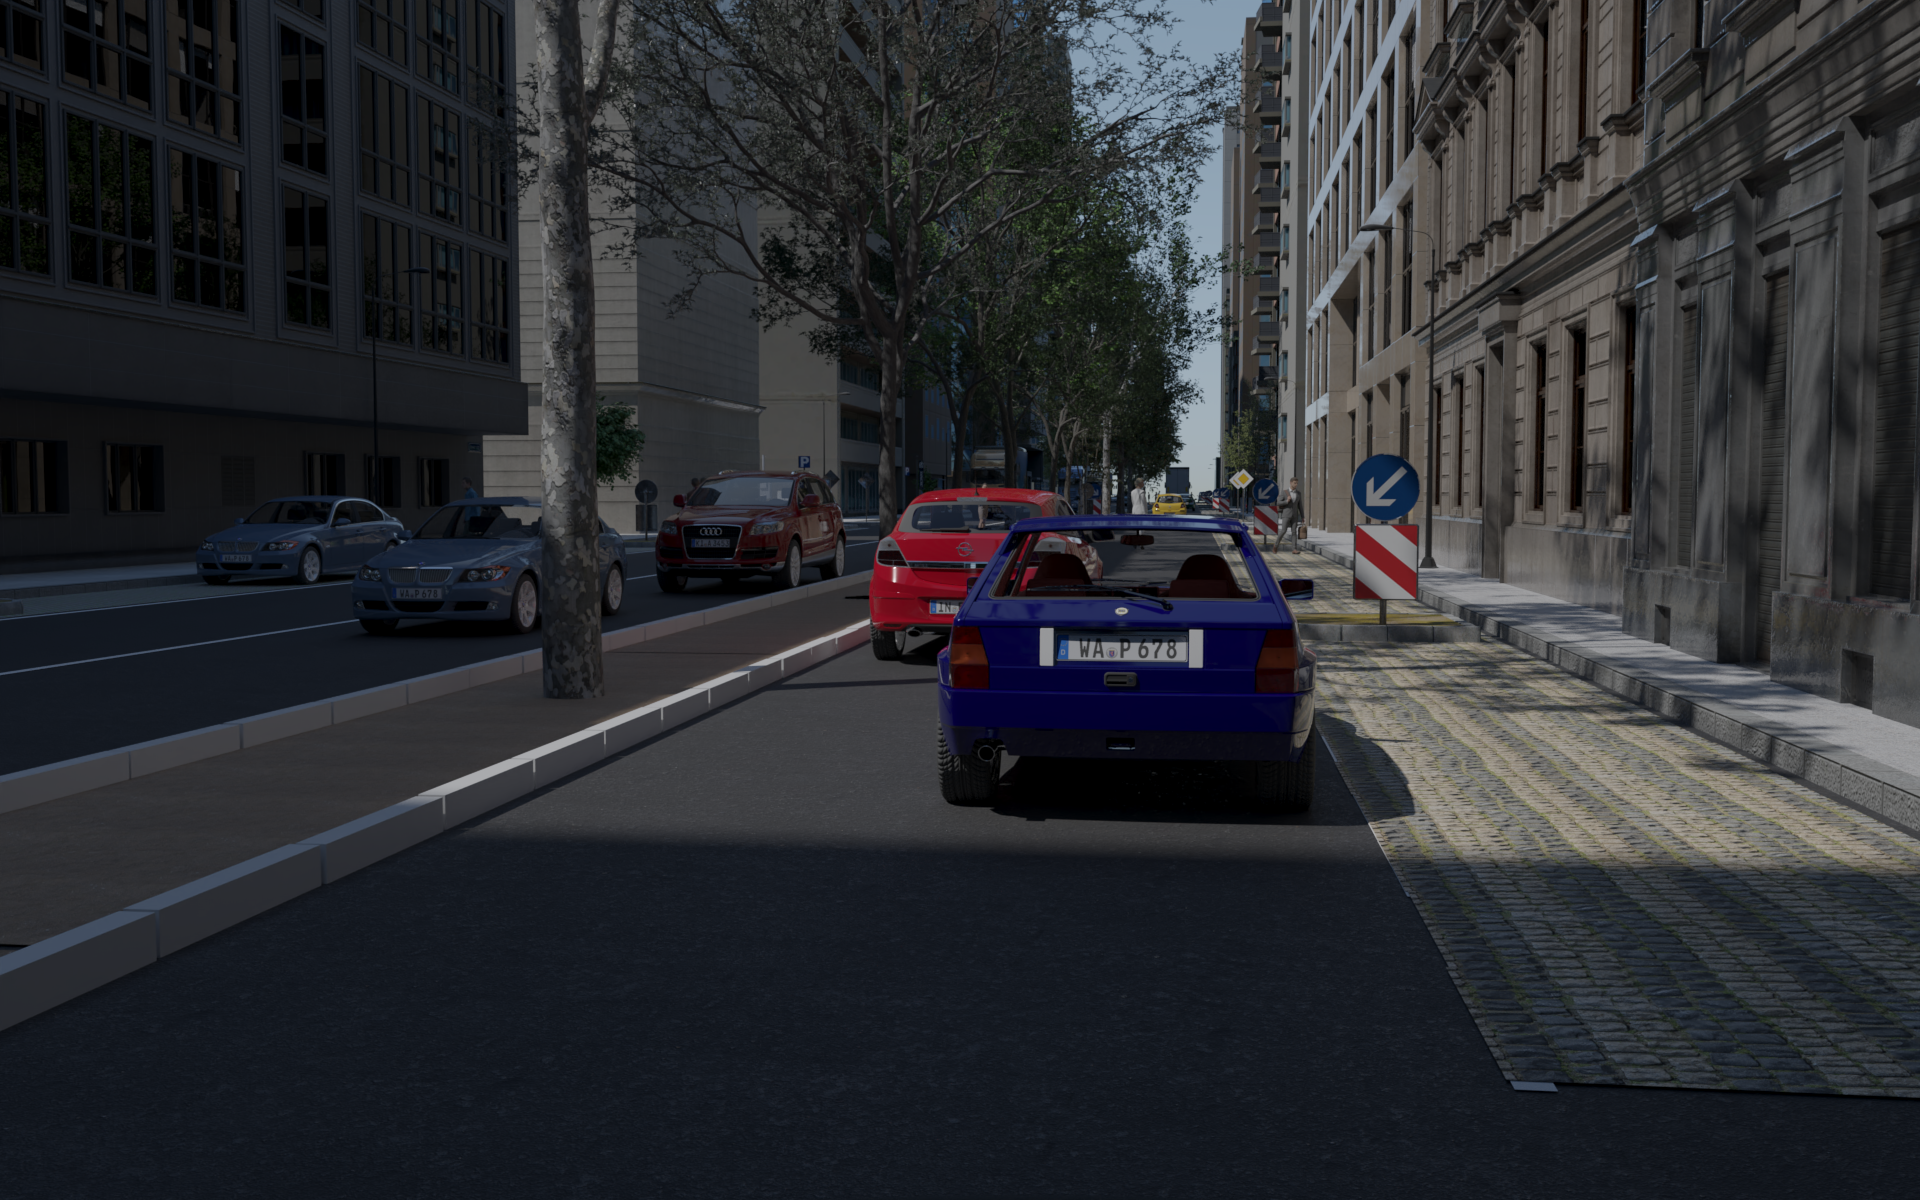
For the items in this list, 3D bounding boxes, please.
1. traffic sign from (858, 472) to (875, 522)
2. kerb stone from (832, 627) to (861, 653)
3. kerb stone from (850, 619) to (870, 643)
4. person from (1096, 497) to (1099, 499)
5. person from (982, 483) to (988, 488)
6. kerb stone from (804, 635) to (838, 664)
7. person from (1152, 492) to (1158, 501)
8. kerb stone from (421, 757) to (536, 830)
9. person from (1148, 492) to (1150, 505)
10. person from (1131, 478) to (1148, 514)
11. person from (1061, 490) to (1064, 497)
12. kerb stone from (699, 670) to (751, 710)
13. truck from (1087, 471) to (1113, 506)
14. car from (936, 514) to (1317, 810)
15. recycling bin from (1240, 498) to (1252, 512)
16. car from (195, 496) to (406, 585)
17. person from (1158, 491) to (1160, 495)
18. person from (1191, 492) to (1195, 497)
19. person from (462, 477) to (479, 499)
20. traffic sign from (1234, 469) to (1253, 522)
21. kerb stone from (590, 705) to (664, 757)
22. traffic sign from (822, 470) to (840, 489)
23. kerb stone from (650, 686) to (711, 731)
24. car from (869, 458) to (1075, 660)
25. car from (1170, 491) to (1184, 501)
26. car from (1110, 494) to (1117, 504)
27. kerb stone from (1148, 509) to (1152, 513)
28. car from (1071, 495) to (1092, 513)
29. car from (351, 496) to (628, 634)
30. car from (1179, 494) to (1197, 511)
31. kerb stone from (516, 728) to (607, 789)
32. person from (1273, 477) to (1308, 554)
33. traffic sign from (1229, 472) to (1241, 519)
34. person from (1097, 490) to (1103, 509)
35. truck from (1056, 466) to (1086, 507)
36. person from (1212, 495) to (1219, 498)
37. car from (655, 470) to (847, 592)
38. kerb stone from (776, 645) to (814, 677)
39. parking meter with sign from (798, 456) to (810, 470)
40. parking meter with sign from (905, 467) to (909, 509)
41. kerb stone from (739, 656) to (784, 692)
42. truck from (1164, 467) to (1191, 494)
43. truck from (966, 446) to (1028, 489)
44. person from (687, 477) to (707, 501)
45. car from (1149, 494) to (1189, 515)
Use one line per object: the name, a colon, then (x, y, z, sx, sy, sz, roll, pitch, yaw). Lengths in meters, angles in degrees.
traffic sign: (-4.283, -4.626, 79.271, 0.795, 2.450, 0.064, 0, 4, 8)
kerb stone: (-1.095, 0.383, 16.032, 0.120, 0.150, 1.000, 0, 4, 8)
kerb stone: (-0.966, 0.315, 17.049, 0.120, 0.150, 1.000, 0, 4, 8)
person: (14.466, -10.597, 182.681, 0.541, 1.710, 0.530, -1, 4, -9)
person: (0.769, -2.858, 55.567, 0.374, 1.781, 0.599, 3, 5, 40)
kerb stone: (-1.236, 0.439, 15.018, 0.120, 0.150, 1.000, 0, 4, 8)
person: (25.692, -13.354, 227.558, 1.217, 1.743, 0.721, -3, 5, -39)
kerb stone: (-2.187, 0.875, 7.882, 0.120, 0.150, 1.000, 0, 4, 8)
person: (24.477, -13.153, 224.464, 0.530, 1.710, 0.541, 2, 4, 23)
person: (4.583, -2.208, 44.485, 0.514, 1.842, 0.818, 2, 4, 34)
person: (9.576, -9.326, 160.965, 0.705, 1.826, 1.348, 0, 4, 2)
kerb stone: (-1.648, 0.628, 11.966, 0.120, 0.150, 1.000, 0, 4, 8)
truck: (16.866, -13.507, 209.749, 2.839, 4.237, 11.283, 1, 4, 9)
car: (0.938, 0.202, 9.284, 1.945, 1.354, 3.894, 0, 4, 8)
recycling bin: (20.184, -6.698, 122.061, 0.722, 1.027, 0.722, 0, 4, -1)
car: (-10.819, -1.024, 28.741, 2.014, 1.417, 4.499, 0, 4, 8)
person: (24.533, -12.479, 212.401, 0.599, 1.838, 0.709, 1, 4, 10)
person: (38.468, -17.068, 287.564, 1.348, 1.823, 0.705, -2, 4, -34)
person: (-9.950, -1.625, 35.405, 0.444, 1.785, 0.601, -1, 4, -18)
traffic sign: (11.306, -4.005, 69.123, 0.795, 2.450, 0.064, 0, 4, 8)
kerb stone: (-1.920, 0.751, 9.918, 0.120, 0.150, 1.000, 0, 4, 8)
traffic sign: (-5.338, -4.141, 71.355, 0.795, 2.450, 0.064, 0, 4, 8)
kerb stone: (-1.783, 0.691, 10.938, 0.120, 0.150, 1.000, 0, 4, 8)
car: (0.353, -0.447, 16.346, 2.155, 1.783, 4.494, 1, 4, 8)
car: (15.841, -7.337, 130.183, 2.015, 1.641, 3.980, 0, 4, 8)
car: (22.452, -14.856, 254.890, 2.014, 1.417, 4.499, 0, 4, 7)
kerb stone: (15.776, -7.362, 142.571, 0.120, 0.150, 1.000, 0, 4, 8)
car: (9.506, -7.386, 132.766, 2.014, 1.417, 4.499, 1, 4, 8)
car: (-5.088, -0.447, 19.316, 2.014, 1.417, 4.499, 0, 4, 7)
car: (18.833, -8.169, 145.353, 2.131, 1.459, 4.920, 0, 4, 8)
kerb stone: (-2.052, 0.813, 8.898, 0.120, 0.150, 1.000, 0, 4, 8)
person: (7.807, -1.988, 40.960, 0.622, 1.834, 0.822, -2, 4, -25)
traffic sign: (12.362, -4.489, 77.039, 0.795, 2.450, 0.064, 0, 4, 8)
person: (14.069, -9.885, 170.208, 1.350, 1.814, 0.705, 1, 4, 19)
truck: (11.369, -11.183, 172.599, 2.967, 4.110, 18.799, 0, 4, 6)
person: (26.547, -10.489, 180.540, 0.990, 1.755, 0.434, -1, 4, -16)
car: (-3.150, -1.118, 26.954, 2.281, 1.827, 5.304, 0, 4, 8)
kerb stone: (-1.369, 0.501, 14.003, 0.120, 0.150, 1.000, 0, 4, 8)
parking meter with sign: (-7.459, -5.116, 79.909, 0.543, 3.016, 1.738, -2, 4, -25)
parking meter with sign: (-4.154, -7.079, 112.007, 1.738, 3.016, 0.543, 2, 4, 30)
kerb stone: (-1.513, 0.564, 12.979, 0.120, 0.150, 1.000, 0, 4, 8)
truck: (23.081, -11.923, 183.855, 2.839, 4.237, 11.283, 0, 4, 7)
truck: (2.305, -6.974, 102.930, 2.839, 4.237, 11.283, 0, 4, 7)
person: (-5.978, -1.929, 40.009, 0.573, 1.828, 0.580, 1, 4, 21)
car: (10.747, -4.817, 88.979, 2.015, 1.641, 3.980, 0, 4, 6)
